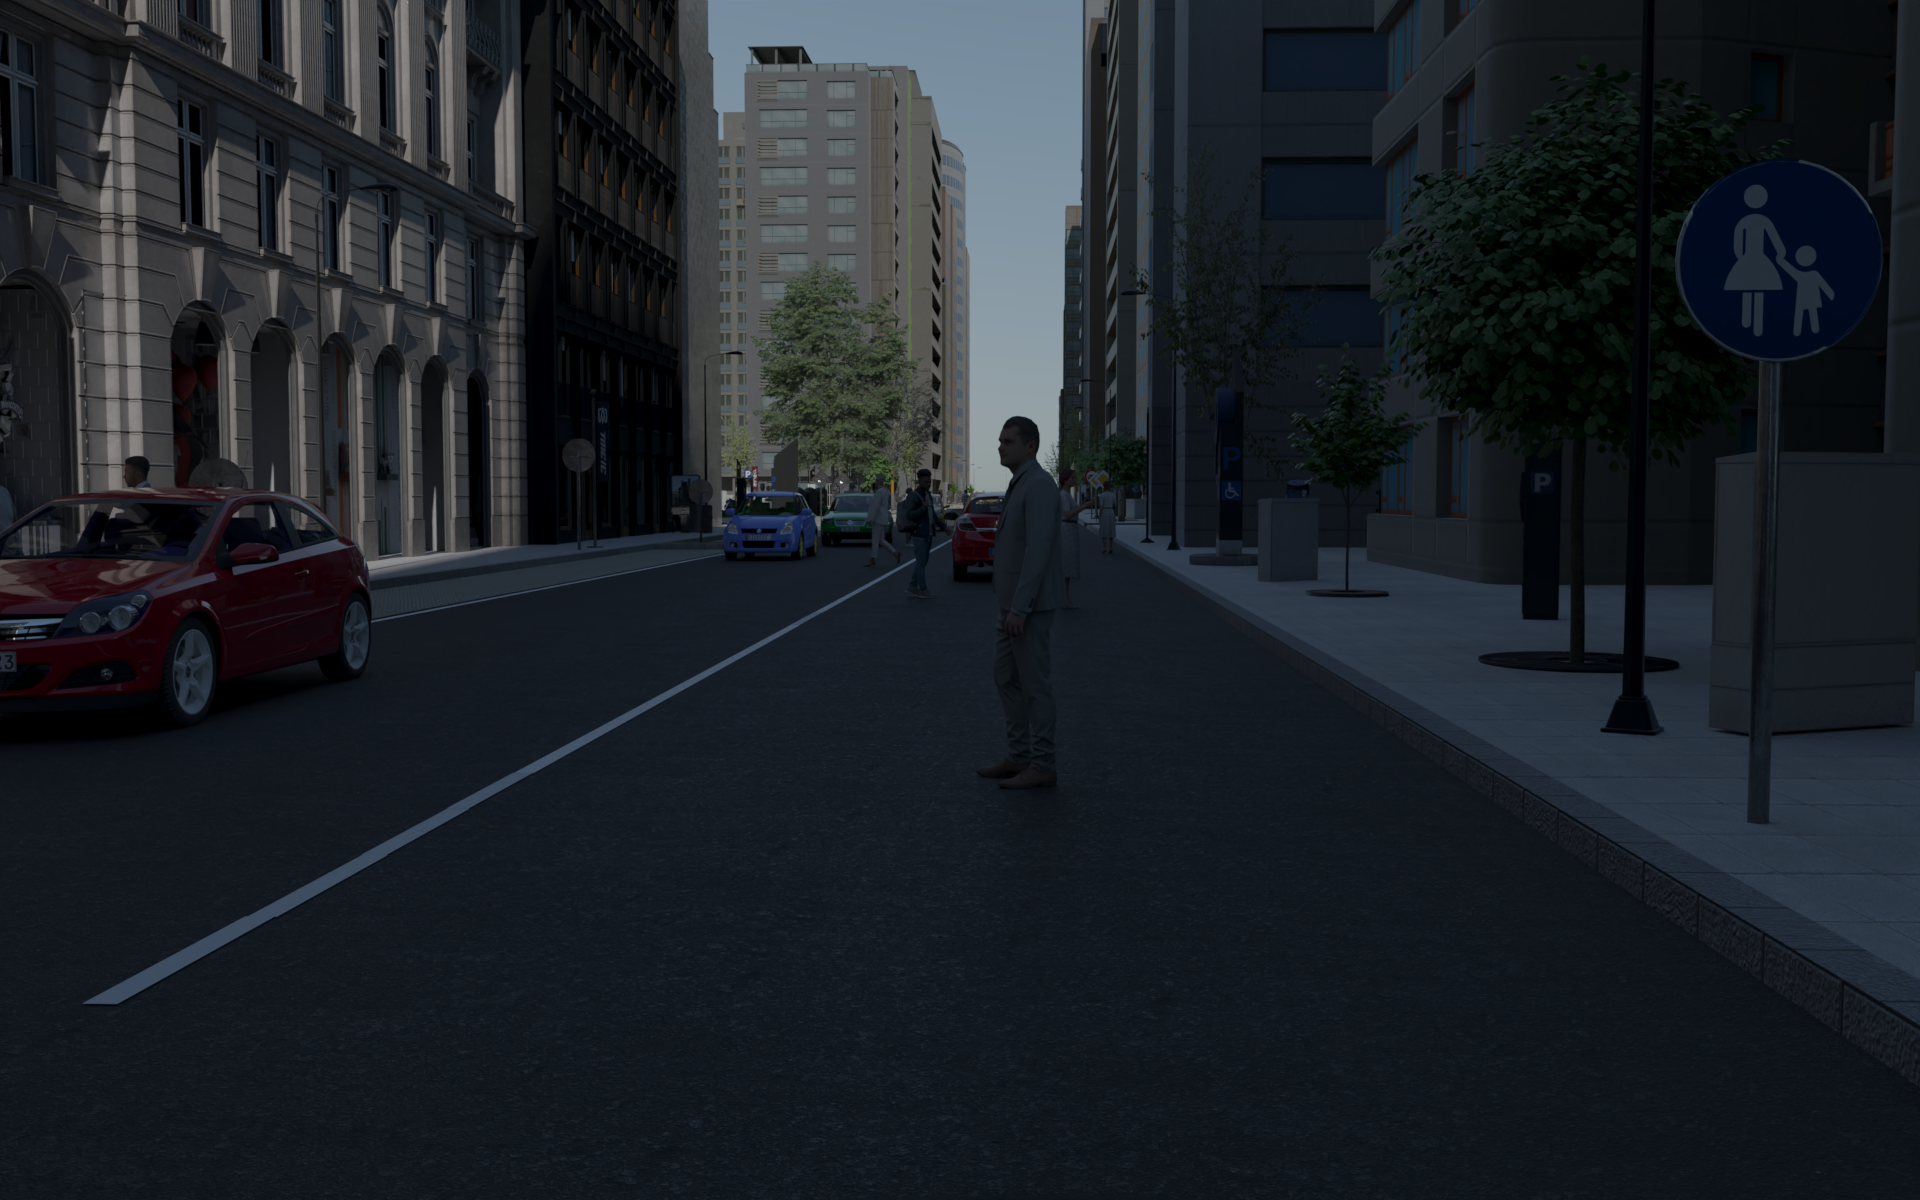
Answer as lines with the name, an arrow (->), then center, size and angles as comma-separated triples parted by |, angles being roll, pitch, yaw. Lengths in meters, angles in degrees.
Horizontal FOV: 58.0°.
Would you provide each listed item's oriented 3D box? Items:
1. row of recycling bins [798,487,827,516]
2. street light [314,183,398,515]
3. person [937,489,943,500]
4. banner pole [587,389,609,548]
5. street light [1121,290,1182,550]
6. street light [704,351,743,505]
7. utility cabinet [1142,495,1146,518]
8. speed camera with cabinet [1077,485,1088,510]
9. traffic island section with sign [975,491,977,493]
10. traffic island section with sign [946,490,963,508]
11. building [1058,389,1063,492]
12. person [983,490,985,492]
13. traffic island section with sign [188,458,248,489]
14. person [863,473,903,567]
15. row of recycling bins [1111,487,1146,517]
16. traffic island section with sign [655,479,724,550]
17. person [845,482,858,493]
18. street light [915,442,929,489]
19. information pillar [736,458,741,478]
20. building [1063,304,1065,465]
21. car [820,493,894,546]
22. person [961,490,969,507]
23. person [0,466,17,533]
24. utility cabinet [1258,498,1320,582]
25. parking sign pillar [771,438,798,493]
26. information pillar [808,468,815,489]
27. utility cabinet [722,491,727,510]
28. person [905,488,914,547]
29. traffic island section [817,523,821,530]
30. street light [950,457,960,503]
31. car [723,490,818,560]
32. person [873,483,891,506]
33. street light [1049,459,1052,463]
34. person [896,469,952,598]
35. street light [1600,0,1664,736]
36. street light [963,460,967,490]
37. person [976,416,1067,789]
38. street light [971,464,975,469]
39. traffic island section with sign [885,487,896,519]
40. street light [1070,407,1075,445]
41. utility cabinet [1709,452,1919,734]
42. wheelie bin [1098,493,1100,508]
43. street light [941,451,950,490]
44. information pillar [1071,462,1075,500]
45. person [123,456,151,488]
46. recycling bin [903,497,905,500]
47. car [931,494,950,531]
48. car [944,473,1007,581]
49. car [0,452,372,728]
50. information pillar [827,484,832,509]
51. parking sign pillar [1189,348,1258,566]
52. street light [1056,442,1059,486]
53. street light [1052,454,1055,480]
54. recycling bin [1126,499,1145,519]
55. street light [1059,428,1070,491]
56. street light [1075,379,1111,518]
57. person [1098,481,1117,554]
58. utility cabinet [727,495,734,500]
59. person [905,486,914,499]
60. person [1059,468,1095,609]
row of recycling bins -> -9.158, -5.780, 101.615 | 1.069, 1.692, 3.534 | 3, 5, 42
street light -> -9.095, -3.273, 26.055 | 1.470, 5.913, 1.316 | 0, 4, 2
person -> -1.703, -8.475, 147.042 | 0.580, 1.828, 0.573 | 1, 4, 16
banner pole -> -8.649, -3.154, 41.577 | 0.401, 3.779, 0.863 | 1, 4, 23
street light -> 4.359, -4.098, 39.547 | 1.470, 5.913, 1.316 | 0, 4, 2
street light -> -7.745, -5.128, 56.382 | 1.470, 5.913, 1.316 | 0, 4, 2
utility cabinet -> 10.372, -5.064, 93.963 | 1.020, 1.237, 0.306 | 0, 4, -6
speed camera with cabinet -> 9.537, -8.656, 135.859 | 0.660, 3.252, 2.038 | 1, 4, 20
traffic island section with sign -> 3.794, -17.100, 288.206 | 1.989, 1.847, 2.006 | 0, 4, 2
traffic island section with sign -> -1.026, -10.355, 177.924 | 1.989, 1.847, 2.006 | 0, 4, 2
building -> 30.956, -27.691, 297.788 | 27.650, 21.520, 28.899 | 0, 4, 2
person -> 2.449, -10.447, 179.322 | 0.705, 1.822, 1.348 | 2, 4, 29
traffic island section with sign -> -8.012, -0.582, 18.149 | 1.989, 1.847, 2.006 | 0, 4, 2
person -> -1.524, -1.583, 34.265 | 0.818, 1.842, 0.514 | -1, 4, -10
row of recycling bins -> 11.277, -6.121, 107.190 | 3.534, 1.692, 1.069 | 0, 4, 3
traffic island section with sign -> -6.821, -2.245, 45.329 | 1.989, 1.847, 2.006 | 0, 4, 2
person -> -3.683, -3.127, 59.498 | 0.514, 1.842, 0.818 | -2, 4, -23
street light -> -3.466, -11.200, 155.666 | 1.470, 5.913, 1.316 | 0, 4, 2
information pillar -> -14.544, -7.493, 113.860 | 0.183, 3.616, 0.504 | 1, 4, 21
building -> 22.585, -30.008, 262.323 | 14.160, 30.474, 14.107 | 0, 4, 2
car -> -2.898, -2.473, 49.232 | 1.959, 1.807, 4.718 | 0, 4, 2
person -> 0.360, -6.204, 110.771 | 0.563, 1.720, 0.643 | 0, 4, 7
person -> -7.631, -0.274, 13.459 | 0.515, 1.767, 0.782 | 1, 4, 12
utility cabinet -> 4.853, -0.884, 25.623 | 1.020, 1.237, 0.306 | -3, 4, -37
parking sign pillar -> -8.414, -5.793, 83.195 | 1.447, 3.967, 1.447 | -3, 5, -40
information pillar -> -12.494, -9.508, 146.815 | 0.504, 3.616, 0.183 | -2, 4, -25
utility cabinet -> -15.346, -6.332, 112.202 | 0.318, 1.500, 1.173 | -1, 4, -19
person -> -1.378, -2.244, 46.997 | 0.330, 1.601, 0.589 | 0, 4, 7
traffic island section -> -5.699, -2.972, 70.865 | 2.009, 0.180, 2.903 | 0, 4, 2
street light -> -0.760, -14.914, 216.391 | 1.470, 5.913, 1.316 | 0, 4, 2
car -> -4.216, -1.785, 38.772 | 1.945, 1.707, 3.694 | 0, 4, 3
person -> -2.556, -2.885, 55.851 | 0.592, 1.802, 0.473 | 3, 5, 44
street light -> 11.195, -13.810, 198.340 | 1.470, 5.913, 1.316 | 0, 4, 2
person -> -0.521, -0.921, 23.910 | 0.721, 1.781, 0.623 | 1, 4, 15
street light -> 3.095, -2.243, 9.216 | 1.470, 5.913, 1.316 | 0, 4, 2
street light -> 0.142, -16.256, 238.330 | 1.470, 5.913, 1.316 | 0, 4, 2
person -> 0.330, 0.005, 8.511 | 0.391, 1.810, 0.635 | -1, 4, -11
street light -> 1.550, -18.149, 269.273 | 1.470, 5.913, 1.316 | 0, 4, 2
traffic island section with sign -> -4.369, -5.672, 101.369 | 1.989, 1.847, 2.006 | 0, 4, 2
street light -> 6.727, -7.303, 91.943 | 1.470, 5.913, 1.316 | 0, 4, 2
utility cabinet -> 4.649, -0.046, 9.425 | 1.173, 1.500, 0.318 | -1, 4, -21
wheelie bin -> 9.844, -6.772, 118.634 | 0.693, 1.594, 0.980 | 2, 4, 30
street light -> -2.147, -13.055, 185.995 | 1.470, 5.913, 1.316 | 0, 4, 2
information pillar -> 8.159, -8.189, 125.251 | 0.183, 3.616, 0.504 | -2, 4, -24
person -> -7.677, -0.465, 16.369 | 0.850, 1.792, 0.678 | -2, 4, -27
recycling bin -> -4.615, -8.608, 153.293 | 0.722, 1.027, 0.722 | -2, 4, -31
car -> -1.387, -3.527, 67.885 | 2.015, 1.641, 3.980 | 0, 4, 1
car -> 0.783, -1.285, 30.056 | 2.155, 1.783, 4.494 | 0, 4, 1
car -> -5.581, -0.180, 11.978 | 2.155, 1.783, 4.494 | 0, 4, 1
information pillar -> -9.042, -7.111, 120.760 | 0.304, 2.012, 0.304 | -2, 4, -34
parking sign pillar -> 4.899, -2.629, 31.453 | 1.447, 3.967, 1.447 | 0, 4, 6
street light -> 9.357, -11.049, 153.188 | 1.470, 5.913, 1.316 | 0, 4, 2
street light -> 9.921, -11.907, 167.224 | 1.470, 5.913, 1.316 | 0, 4, 2
recycling bin -> 9.119, -4.738, 90.016 | 0.722, 1.027, 0.722 | -2, 4, -33
street light -> 7.941, -9.158, 122.277 | 1.470, 5.913, 1.316 | 0, 4, 2
street light -> 5.509, -5.954, 69.884 | 1.470, 5.913, 1.316 | 0, 4, 2
person -> 3.536, -2.002, 41.796 | 0.480, 1.755, 0.524 | -1, 4, -22
utility cabinet -> -17.032, -7.053, 126.476 | 1.020, 1.237, 0.306 | -1, 4, -10
person -> -2.541, -4.949, 89.264 | 0.661, 1.843, 0.795 | -2, 4, -31
person -> 1.441, -0.773, 21.710 | 0.524, 1.755, 0.480 | 0, 4, 6
